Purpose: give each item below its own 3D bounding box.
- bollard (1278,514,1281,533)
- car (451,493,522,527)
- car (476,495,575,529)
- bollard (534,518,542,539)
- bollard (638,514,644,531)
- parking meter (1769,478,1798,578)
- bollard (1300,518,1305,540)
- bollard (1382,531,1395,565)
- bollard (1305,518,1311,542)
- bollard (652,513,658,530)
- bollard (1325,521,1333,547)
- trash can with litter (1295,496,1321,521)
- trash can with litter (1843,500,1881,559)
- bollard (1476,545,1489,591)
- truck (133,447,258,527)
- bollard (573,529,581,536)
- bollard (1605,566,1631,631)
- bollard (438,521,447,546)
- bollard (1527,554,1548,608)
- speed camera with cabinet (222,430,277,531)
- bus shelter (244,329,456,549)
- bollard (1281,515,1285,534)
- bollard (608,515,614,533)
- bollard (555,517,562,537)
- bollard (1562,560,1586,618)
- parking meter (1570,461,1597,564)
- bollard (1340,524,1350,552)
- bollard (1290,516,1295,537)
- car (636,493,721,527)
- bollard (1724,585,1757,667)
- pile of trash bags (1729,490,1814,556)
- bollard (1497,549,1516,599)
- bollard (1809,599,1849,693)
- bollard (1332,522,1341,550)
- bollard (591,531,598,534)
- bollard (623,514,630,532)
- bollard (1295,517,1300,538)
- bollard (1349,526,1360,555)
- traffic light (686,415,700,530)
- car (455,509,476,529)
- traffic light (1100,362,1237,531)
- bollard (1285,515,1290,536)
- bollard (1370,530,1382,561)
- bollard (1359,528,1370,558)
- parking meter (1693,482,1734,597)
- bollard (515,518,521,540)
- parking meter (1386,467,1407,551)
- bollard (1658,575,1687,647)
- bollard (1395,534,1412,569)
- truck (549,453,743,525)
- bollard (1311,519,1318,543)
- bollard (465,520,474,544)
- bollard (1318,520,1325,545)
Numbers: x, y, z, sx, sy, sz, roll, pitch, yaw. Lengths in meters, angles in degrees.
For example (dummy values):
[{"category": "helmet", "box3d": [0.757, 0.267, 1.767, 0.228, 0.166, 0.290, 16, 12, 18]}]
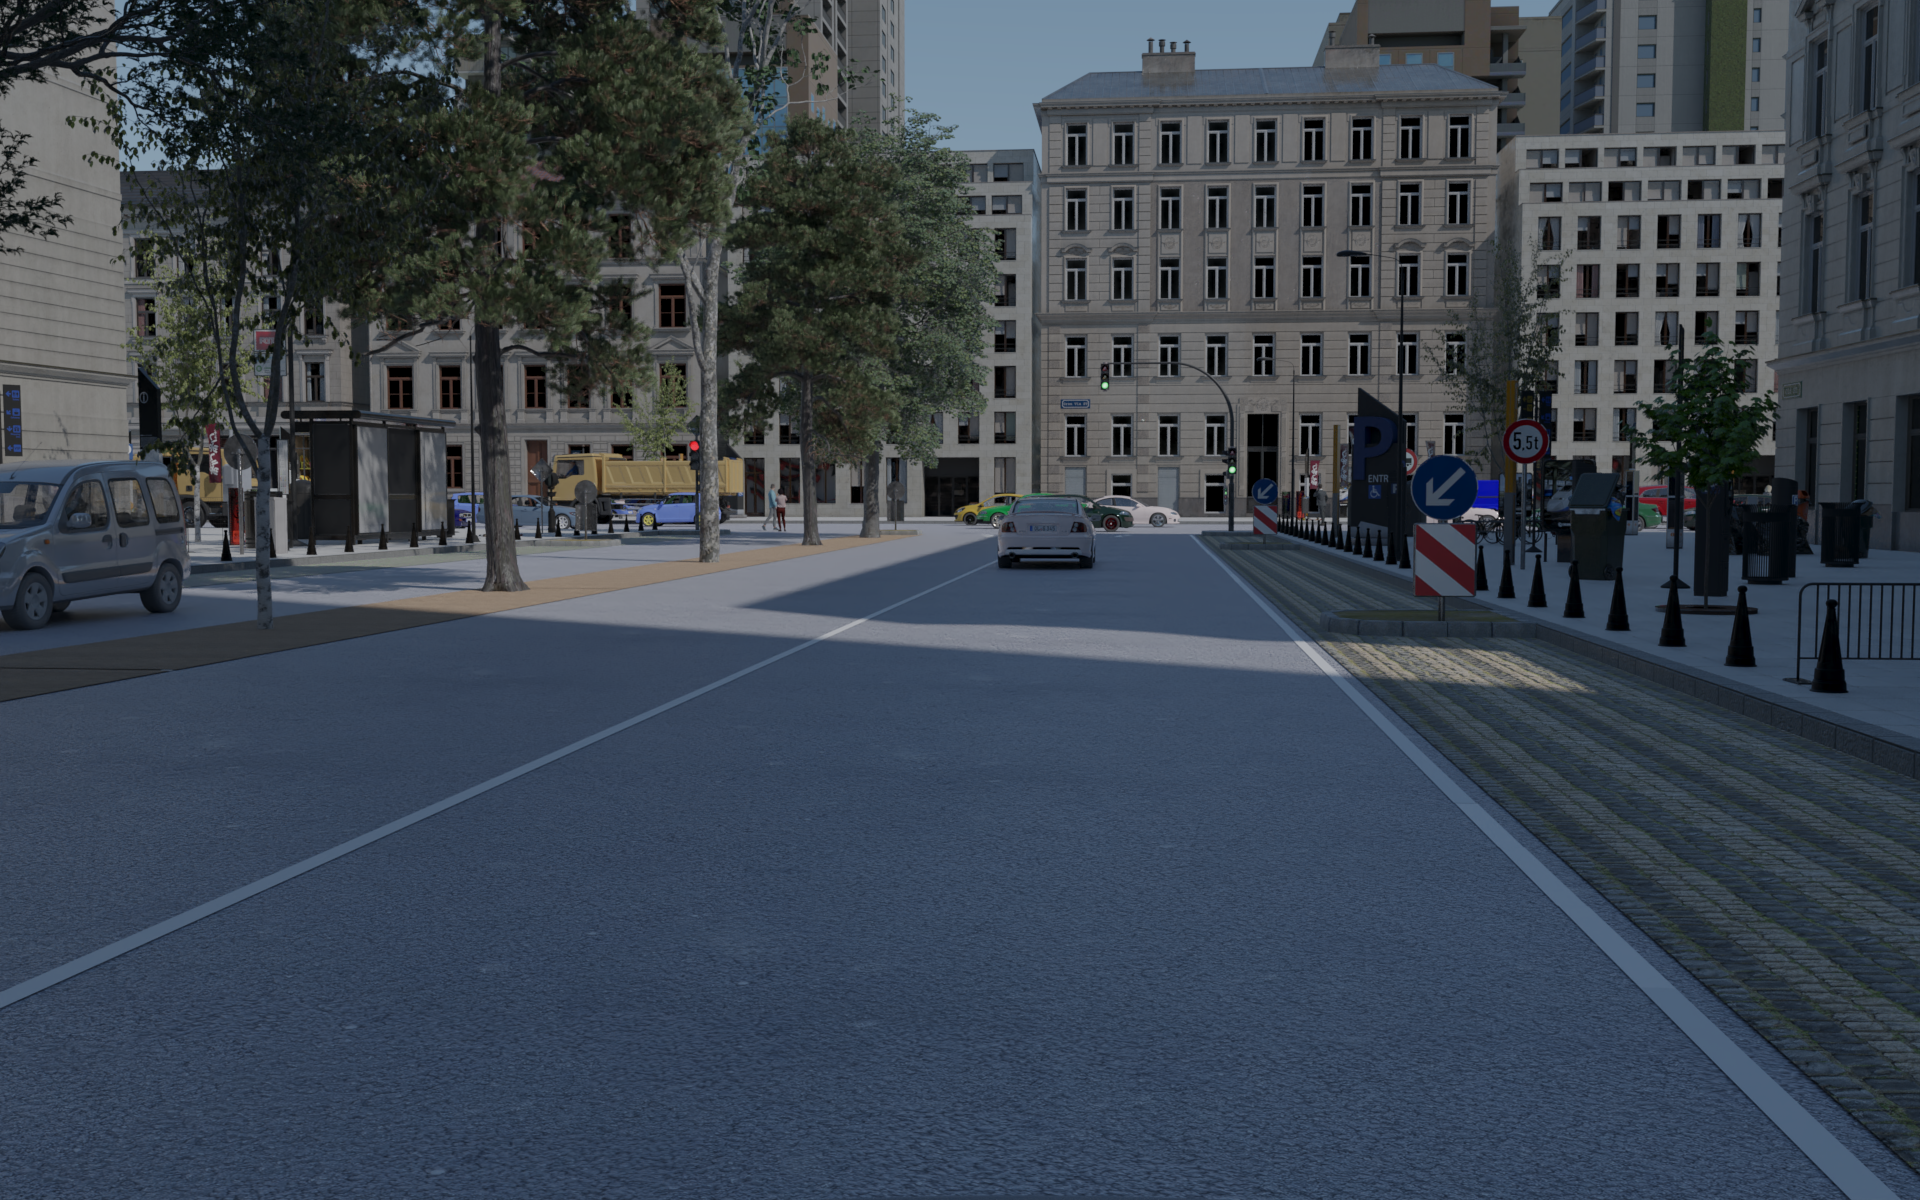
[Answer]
[{"category": "bollard", "box3d": [10.614, -2.496, 56.850, 0.229, 0.601, 0.229, 0, 3, 0]}, {"category": "car", "box3d": [-20.452, -4.005, 75.070, 3.694, 1.707, 1.945, 0, 4, 6]}, {"category": "car", "box3d": [-17.227, -3.545, 69.961, 4.499, 1.417, 2.014, 0, 4, 7]}, {"category": "bollard", "box3d": [-12.176, -2.077, 50.001, 0.229, 0.601, 0.229, 0, 3, 0]}, {"category": "bollard", "box3d": [-11.075, -2.696, 60.125, 0.229, 0.601, 0.229, 0, 3, 0]}, {"category": "parking meter", "box3d": [12.686, -1.117, 26.674, 0.372, 1.533, 0.369, 0, 3, 0]}, {"category": "bollard", "box3d": [9.696, -1.980, 48.411, 0.229, 0.601, 0.229, 0, 3, 0]}, {"category": "bollard", "box3d": [7.855, -0.947, 31.523, 0.229, 0.601, 0.229, 0, 3, 0]}, {"category": "bollard", "box3d": [9.511, -1.877, 46.725, 0.229, 0.601, 0.229, 0, 3, 0]}, {"category": "bollard", "box3d": [-10.889, -2.799, 61.811, 0.229, 0.601, 0.229, 0, 3, 0]}, {"category": "bollard", "box3d": [8.961, -1.567, 41.659, 0.229, 0.601, 0.229, 0, 3, 0]}, {"category": "trash can with litter", "box3d": [17.000, -4.447, 83.762, 2.233, 1.210, 1.678, -3, 5, -45]}, {"category": "trash can with litter", "box3d": [17.715, -1.410, 34.434, 1.055, 1.170, 0.624, -2, 4, -27]}, {"category": "bollard", "box3d": [6.931, -0.429, 23.053, 0.229, 0.601, 0.229, 0, 3, 0]}, {"category": "truck", "box3d": [-33.114, -4.629, 71.603, 9.791, 3.379, 3.469, 0, 4, 8]}, {"category": "bollard", "box3d": [-11.812, -2.283, 53.376, 0.229, 0.601, 0.229, 0, 3, 0]}, {"category": "bollard", "box3d": [6.197, -0.016, 16.297, 0.229, 0.601, 0.229, 0, 3, 0]}, {"category": "bollard", "box3d": [-12.915, -1.663, 43.235, 0.229, 0.601, 0.229, 0, 3, 0]}, {"category": "bollard", "box3d": [6.563, -0.222, 19.670, 0.229, 0.601, 0.229, 0, 3, 0]}, {"category": "speed camera with cabinet", "box3d": [-21.724, -3.598, 53.171, 2.038, 3.252, 0.660, 2, 4, 29]}, {"category": "bus shelter", "box3d": [-15.790, -4.104, 44.737, 2.179, 5.291, 8.768, 0, 4, 6]}, {"category": "bollard", "box3d": [10.426, -2.392, 55.158, 0.229, 0.601, 0.229, 0, 3, 0]}, {"category": "bollard", "box3d": [-11.441, -2.490, 56.751, 0.229, 0.601, 0.229, 0, 3, 0]}, {"category": "bollard", "box3d": [-11.990, -2.180, 51.689, 0.229, 0.601, 0.229, 0, 3, 0]}, {"category": "bollard", "box3d": [6.382, -0.119, 17.983, 0.229, 0.601, 0.229, 0, 3, 0]}, {"category": "parking meter", "box3d": [10.930, -1.505, 30.313, 0.399, 1.863, 0.255, 0, 4, 2]}, {"category": "bollard", "box3d": [8.590, -1.360, 38.284, 0.229, 0.601, 0.229, 0, 3, 0]}, {"category": "bollard", "box3d": [10.062, -2.186, 51.785, 0.229, 0.601, 0.229, 0, 3, 0]}, {"category": "car", "box3d": [-12.457, -4.093, 76.507, 3.694, 1.707, 1.945, 0, 4, 7]}, {"category": "bollard", "box3d": [5.829, 0.191, 12.918, 0.229, 0.601, 0.229, 0, 3, 0]}, {"category": "pile of trash bags", "box3d": [17.438, -1.684, 37.293, 3.447, 1.369, 1.912, -3, 5, -43]}, {"category": "bollard", "box3d": [6.746, -0.325, 21.361, 0.229, 0.601, 0.229, 0, 3, 0]}, {"category": "bollard", "box3d": [5.644, 0.294, 11.231, 0.229, 0.601, 0.229, 0, 3, 0]}, {"category": "bollard", "box3d": [8.777, -1.464, 39.970, 0.229, 0.601, 0.229, 0, 3, 0]}, {"category": "bollard", "box3d": [-11.628, -2.387, 55.062, 0.229, 0.601, 0.229, 0, 3, 0]}, {"category": "bollard", "box3d": [-11.255, -2.593, 58.438, 0.229, 0.601, 0.229, 0, 3, 0]}, {"category": "bollard", "box3d": [9.878, -2.083, 50.098, 0.229, 0.601, 0.229, 0, 3, 0]}, {"category": "bollard", "box3d": [8.405, -1.256, 36.582, 0.229, 0.601, 0.229, 0, 3, 0]}, {"category": "traffic light", "box3d": [-9.313, -4.433, 61.403, 0.839, 4.253, 0.868, 0, 4, 6]}, {"category": "car", "box3d": [-20.819, -3.323, 66.904, 3.894, 1.354, 1.945, 0, 4, 6]}, {"category": "traffic light", "box3d": [7.201, -5.188, 59.486, 4.771, 5.953, 1.251, 0, 4, 6]}, {"category": "bollard", "box3d": [10.241, -2.289, 53.471, 0.229, 0.601, 0.229, 0, 3, 0]}, {"category": "bollard", "box3d": [8.037, -1.050, 33.210, 0.229, 0.601, 0.229, 0, 3, 0]}, {"category": "bollard", "box3d": [8.222, -1.153, 34.896, 0.229, 0.601, 0.229, 0, 3, 0]}, {"category": "parking meter", "box3d": [9.457, -0.979, 21.726, 0.399, 1.863, 0.255, 3, 5, 40]}, {"category": "bollard", "box3d": [-12.358, -1.974, 48.312, 0.229, 0.601, 0.229, 0, 3, 0]}, {"category": "parking meter", "box3d": [9.320, -1.913, 36.995, 0.399, 1.863, 0.255, 1, 4, 23]}, {"category": "bollard", "box3d": [6.013, 0.088, 14.604, 0.229, 0.601, 0.229, 0, 3, 0]}, {"category": "bollard", "box3d": [7.666, -0.843, 29.817, 0.229, 0.601, 0.229, 0, 3, 0]}, {"category": "truck", "box3d": [-15.366, -5.287, 82.371, 9.791, 3.379, 3.469, 0, 4, 8]}, {"category": "bollard", "box3d": [9.327, -1.774, 45.039, 0.229, 0.601, 0.229, 0, 3, 0]}, {"category": "bollard", "box3d": [-12.728, -1.766, 44.921, 0.229, 0.601, 0.229, 0, 3, 0]}, {"category": "bollard", "box3d": [9.144, -1.670, 43.352, 0.229, 0.601, 0.229, 0, 3, 0]}]
